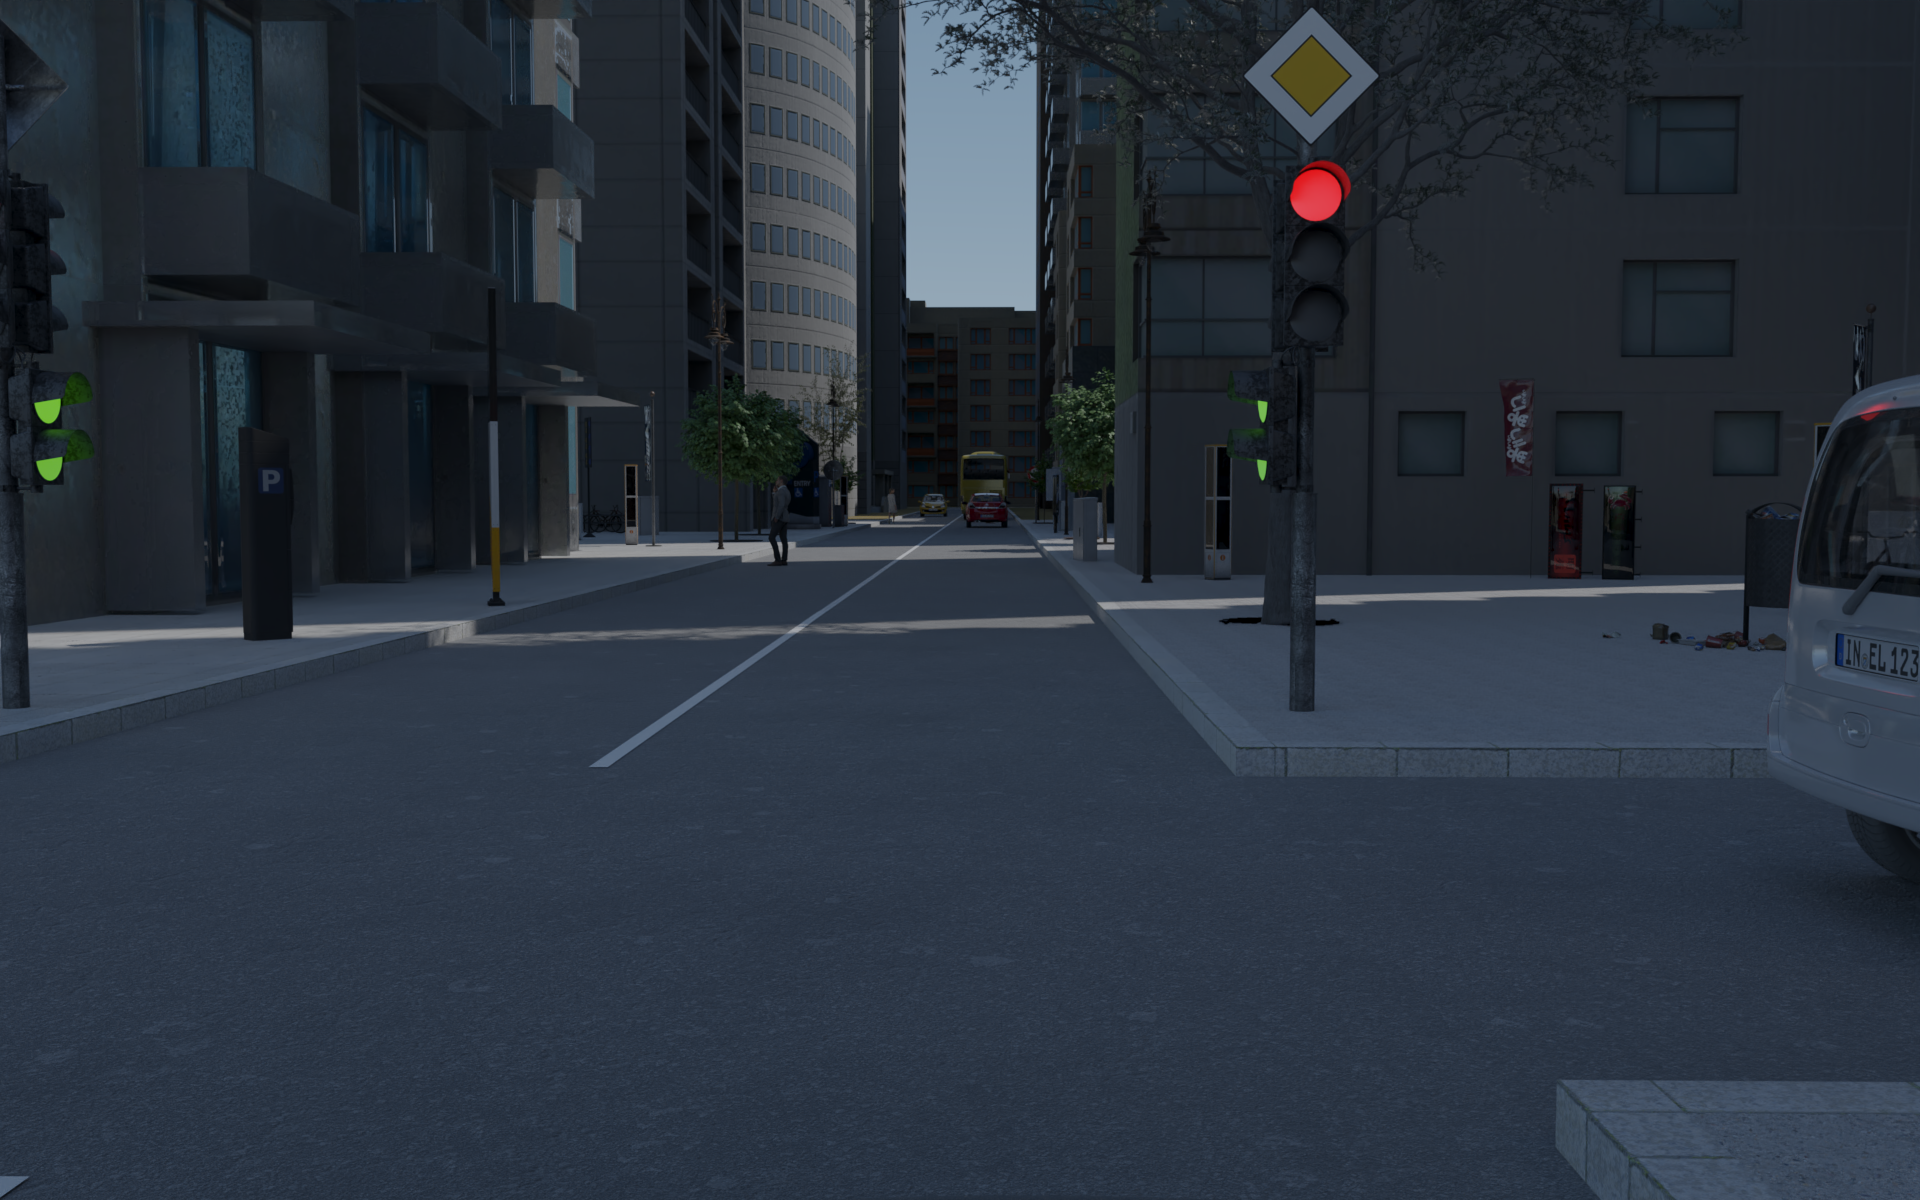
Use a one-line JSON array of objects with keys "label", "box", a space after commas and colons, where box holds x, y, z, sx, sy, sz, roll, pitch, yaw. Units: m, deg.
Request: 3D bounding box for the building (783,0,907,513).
[{"label": "building", "box": [-18.838, -37.136, 149.177, 28.212, 58.520, 21.231, 0, 4, 1]}]

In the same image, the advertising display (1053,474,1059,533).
[{"label": "advertising display", "box": [3.170, -3.181, 57.228, 0.123, 1.923, 0.974, 1, 4, 8]}]

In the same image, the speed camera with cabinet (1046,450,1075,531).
[{"label": "speed camera with cabinet", "box": [3.514, -4.056, 60.647, 0.660, 3.252, 2.038, 1, 4, 17]}]

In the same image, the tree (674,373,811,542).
[{"label": "tree", "box": [-6.035, -3.858, 46.797, 4.285, 4.588, 4.351, 0, 3, 0]}]

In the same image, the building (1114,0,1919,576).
[{"label": "building", "box": [9.950, -21.366, 32.930, 14.154, 41.232, 14.086, 0, 4, 1]}]

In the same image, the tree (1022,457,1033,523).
[{"label": "tree", "box": [3.524, -4.919, 75.025, 1.663, 3.219, 1.824, 0, 3, 0]}]

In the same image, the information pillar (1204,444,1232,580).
[{"label": "information pillar", "box": [3.853, -1.306, 25.840, 0.304, 2.012, 0.304, -1, 4, -22]}]

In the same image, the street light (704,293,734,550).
[{"label": "street light", "box": [-5.543, -4.108, 39.955, 0.468, 5.910, 1.993, 0, 4, 1]}]

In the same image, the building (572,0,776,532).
[{"label": "building", "box": [-17.137, -38.464, 67.144, 20.563, 71.187, 20.611, 0, 4, 1]}]

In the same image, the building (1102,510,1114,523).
[{"label": "building", "box": [15.939, -46.183, 67.765, 22.319, 86.520, 31.000, 0, 4, 1]}]

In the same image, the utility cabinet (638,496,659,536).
[{"label": "utility cabinet", "box": [-9.778, -2.616, 53.932, 0.306, 1.237, 1.020, 2, 4, 24]}]

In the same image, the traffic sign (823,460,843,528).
[{"label": "traffic sign", "box": [-4.746, -3.960, 64.852, 0.768, 2.556, 0.104, 0, 4, 7]}]

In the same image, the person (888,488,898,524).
[{"label": "person", "box": [-3.211, -4.452, 82.040, 0.466, 1.731, 0.760, 0, 4, 7]}]

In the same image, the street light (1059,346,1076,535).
[{"label": "street light", "box": [3.345, -4.985, 54.298, 0.468, 5.910, 1.993, 0, 4, 1]}]

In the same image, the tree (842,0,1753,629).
[{"label": "tree", "box": [3.215, -6.494, 16.551, 12.009, 13.543, 11.850, 0, 3, 0]}]

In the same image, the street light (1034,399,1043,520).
[{"label": "street light", "box": [3.809, -6.820, 84.289, 0.468, 5.910, 1.993, 0, 4, 1]}]

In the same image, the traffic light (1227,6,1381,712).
[{"label": "traffic light", "box": [2.009, -1.299, 10.156, 0.839, 4.253, 0.868, 0, 4, 1]}]

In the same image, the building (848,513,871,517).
[{"label": "building", "box": [-16.621, -34.069, 99.028, 21.231, 58.520, 28.212, 0, 4, 1]}]

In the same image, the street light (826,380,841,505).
[{"label": "street light", "box": [-5.071, -5.908, 69.377, 0.468, 5.910, 1.993, 0, 4, 1]}]

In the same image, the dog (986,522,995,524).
[{"label": "dog", "box": [1.502, -3.927, 84.400, 0.550, 0.427, 0.748, 1, 4, 10]}]

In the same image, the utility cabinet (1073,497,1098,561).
[{"label": "utility cabinet", "box": [2.409, -1.364, 33.463, 0.306, 1.237, 1.020, 0, 4, -7]}]

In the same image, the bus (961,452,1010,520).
[{"label": "bus", "box": [1.457, -6.625, 99.870, 2.896, 3.916, 12.252, 0, 4, 2]}]

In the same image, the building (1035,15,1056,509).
[{"label": "building", "box": [13.743, -30.700, 152.060, 14.600, 45.320, 14.200, 0, 4, 1]}]

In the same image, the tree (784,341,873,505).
[{"label": "tree", "box": [-6.037, -8.096, 82.731, 4.360, 8.622, 3.978, 0, 3, 0]}]

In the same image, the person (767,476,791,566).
[{"label": "person", "box": [-3.620, -1.587, 34.630, 0.473, 1.802, 0.592, 1, 4, 23]}]

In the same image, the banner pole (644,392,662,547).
[{"label": "banner pole", "box": [-7.619, -3.214, 42.566, 0.401, 3.779, 0.863, -2, 4, -27]}]

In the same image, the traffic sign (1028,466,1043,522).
[{"label": "traffic sign", "box": [3.399, -4.724, 77.341, 0.768, 2.556, 0.104, 0, 4, 4]}]

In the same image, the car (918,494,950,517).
[{"label": "car", "box": [-1.666, -6.123, 110.327, 2.015, 1.641, 3.980, 0, 4, 1]}]

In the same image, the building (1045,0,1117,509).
[{"label": "building", "box": [17.746, -31.191, 129.582, 23.786, 49.044, 30.456, 0, 4, 1]}]

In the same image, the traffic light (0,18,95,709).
[{"label": "traffic light", "box": [-5.651, -1.307, 10.283, 0.839, 4.253, 0.868, 0, 4, 1]}]

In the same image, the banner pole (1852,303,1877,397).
[{"label": "banner pole", "box": [11.805, -1.999, 22.695, 0.863, 3.779, 0.401, -3, 5, -44]}]

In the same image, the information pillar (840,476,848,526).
[{"label": "information pillar", "box": [-4.603, -3.931, 68.763, 0.304, 2.012, 0.304, 0, 4, 0]}]

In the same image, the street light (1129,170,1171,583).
[{"label": "street light", "box": [2.705, -3.186, 24.880, 0.468, 5.910, 1.993, 0, 4, 1]}]

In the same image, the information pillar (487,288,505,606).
[{"label": "information pillar", "box": [-5.375, -1.749, 19.948, 0.183, 3.616, 0.504, -1, 4, -17]}]

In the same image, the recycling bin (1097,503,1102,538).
[{"label": "recycling bin", "box": [3.810, -2.366, 51.241, 0.722, 1.027, 0.722, 1, 4, 13]}]

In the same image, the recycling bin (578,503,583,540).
[{"label": "recycling bin", "box": [-10.884, -2.179, 48.179, 0.722, 1.027, 0.722, -1, 4, -8]}]

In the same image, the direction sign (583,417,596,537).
[{"label": "direction sign", "box": [-11.001, -3.626, 51.290, 0.379, 3.537, 0.876, -1, 4, -23]}]

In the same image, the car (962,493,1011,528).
[{"label": "car", "box": [1.151, -4.039, 75.081, 2.155, 1.783, 4.494, 0, 4, 0]}]

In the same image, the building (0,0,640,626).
[{"label": "building", "box": [-18.418, -24.798, 25.054, 23.786, 49.044, 30.456, 0, 4, 1]}]

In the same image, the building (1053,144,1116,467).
[{"label": "building", "box": [19.731, -15.595, 100.017, 27.650, 21.520, 28.899, 0, 4, 1]}]

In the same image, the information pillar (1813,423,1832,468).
[{"label": "information pillar", "box": [9.035, -0.821, 17.918, 0.304, 2.012, 0.304, -2, 4, -34]}]

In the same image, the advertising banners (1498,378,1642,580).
[{"label": "advertising banners", "box": [9.163, -1.828, 26.072, 2.074, 3.025, 0.090, 1, 4, 20]}]

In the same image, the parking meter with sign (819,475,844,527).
[{"label": "parking meter with sign", "box": [-5.379, -4.362, 67.585, 1.738, 3.016, 0.543, 1, 4, 17]}]

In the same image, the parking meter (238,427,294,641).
[{"label": "parking meter", "box": [-6.107, -0.585, 15.273, 0.255, 1.863, 0.399, 3, 5, 45]}]

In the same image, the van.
[{"label": "van", "box": [4.950, 0.085, 5.629, 4.112, 2.044, 2.013, 0, 4, 1]}]

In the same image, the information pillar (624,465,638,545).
[{"label": "information pillar", "box": [-8.253, -2.386, 43.501, 0.304, 2.012, 0.304, 0, 4, -8]}]

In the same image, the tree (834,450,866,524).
[{"label": "tree", "box": [-5.098, -4.934, 75.273, 1.663, 3.219, 1.824, 0, 3, 0]}]

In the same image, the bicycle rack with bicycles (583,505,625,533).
[{"label": "bicycle rack with bicycles", "box": [-11.699, -2.667, 56.988, 2.925, 0.926, 2.852, 0, 4, -6]}]

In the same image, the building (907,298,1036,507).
[{"label": "building", "box": [-5.439, -20.720, 183.812, 28.899, 21.520, 27.650, 0, 4, 1]}]

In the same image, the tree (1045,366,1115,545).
[{"label": "tree", "box": [3.798, -3.720, 44.535, 4.285, 4.588, 4.351, 0, 3, 0]}]

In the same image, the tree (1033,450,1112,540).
[{"label": "tree", "box": [3.355, -3.321, 48.904, 1.663, 3.219, 1.824, 0, 3, 0]}]

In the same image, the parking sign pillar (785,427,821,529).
[{"label": "parking sign pillar", "box": [-5.805, -4.578, 63.317, 1.447, 3.967, 1.447, 2, 4, 27]}]

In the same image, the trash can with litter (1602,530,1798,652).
[{"label": "trash can with litter", "box": [6.622, -0.225, 14.743, 1.678, 1.210, 2.233, -3, 4, -37]}]

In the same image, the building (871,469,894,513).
[{"label": "building", "box": [-21.277, -26.551, 125.992, 32.217, 40.220, 23.993, 0, 4, 1]}]
